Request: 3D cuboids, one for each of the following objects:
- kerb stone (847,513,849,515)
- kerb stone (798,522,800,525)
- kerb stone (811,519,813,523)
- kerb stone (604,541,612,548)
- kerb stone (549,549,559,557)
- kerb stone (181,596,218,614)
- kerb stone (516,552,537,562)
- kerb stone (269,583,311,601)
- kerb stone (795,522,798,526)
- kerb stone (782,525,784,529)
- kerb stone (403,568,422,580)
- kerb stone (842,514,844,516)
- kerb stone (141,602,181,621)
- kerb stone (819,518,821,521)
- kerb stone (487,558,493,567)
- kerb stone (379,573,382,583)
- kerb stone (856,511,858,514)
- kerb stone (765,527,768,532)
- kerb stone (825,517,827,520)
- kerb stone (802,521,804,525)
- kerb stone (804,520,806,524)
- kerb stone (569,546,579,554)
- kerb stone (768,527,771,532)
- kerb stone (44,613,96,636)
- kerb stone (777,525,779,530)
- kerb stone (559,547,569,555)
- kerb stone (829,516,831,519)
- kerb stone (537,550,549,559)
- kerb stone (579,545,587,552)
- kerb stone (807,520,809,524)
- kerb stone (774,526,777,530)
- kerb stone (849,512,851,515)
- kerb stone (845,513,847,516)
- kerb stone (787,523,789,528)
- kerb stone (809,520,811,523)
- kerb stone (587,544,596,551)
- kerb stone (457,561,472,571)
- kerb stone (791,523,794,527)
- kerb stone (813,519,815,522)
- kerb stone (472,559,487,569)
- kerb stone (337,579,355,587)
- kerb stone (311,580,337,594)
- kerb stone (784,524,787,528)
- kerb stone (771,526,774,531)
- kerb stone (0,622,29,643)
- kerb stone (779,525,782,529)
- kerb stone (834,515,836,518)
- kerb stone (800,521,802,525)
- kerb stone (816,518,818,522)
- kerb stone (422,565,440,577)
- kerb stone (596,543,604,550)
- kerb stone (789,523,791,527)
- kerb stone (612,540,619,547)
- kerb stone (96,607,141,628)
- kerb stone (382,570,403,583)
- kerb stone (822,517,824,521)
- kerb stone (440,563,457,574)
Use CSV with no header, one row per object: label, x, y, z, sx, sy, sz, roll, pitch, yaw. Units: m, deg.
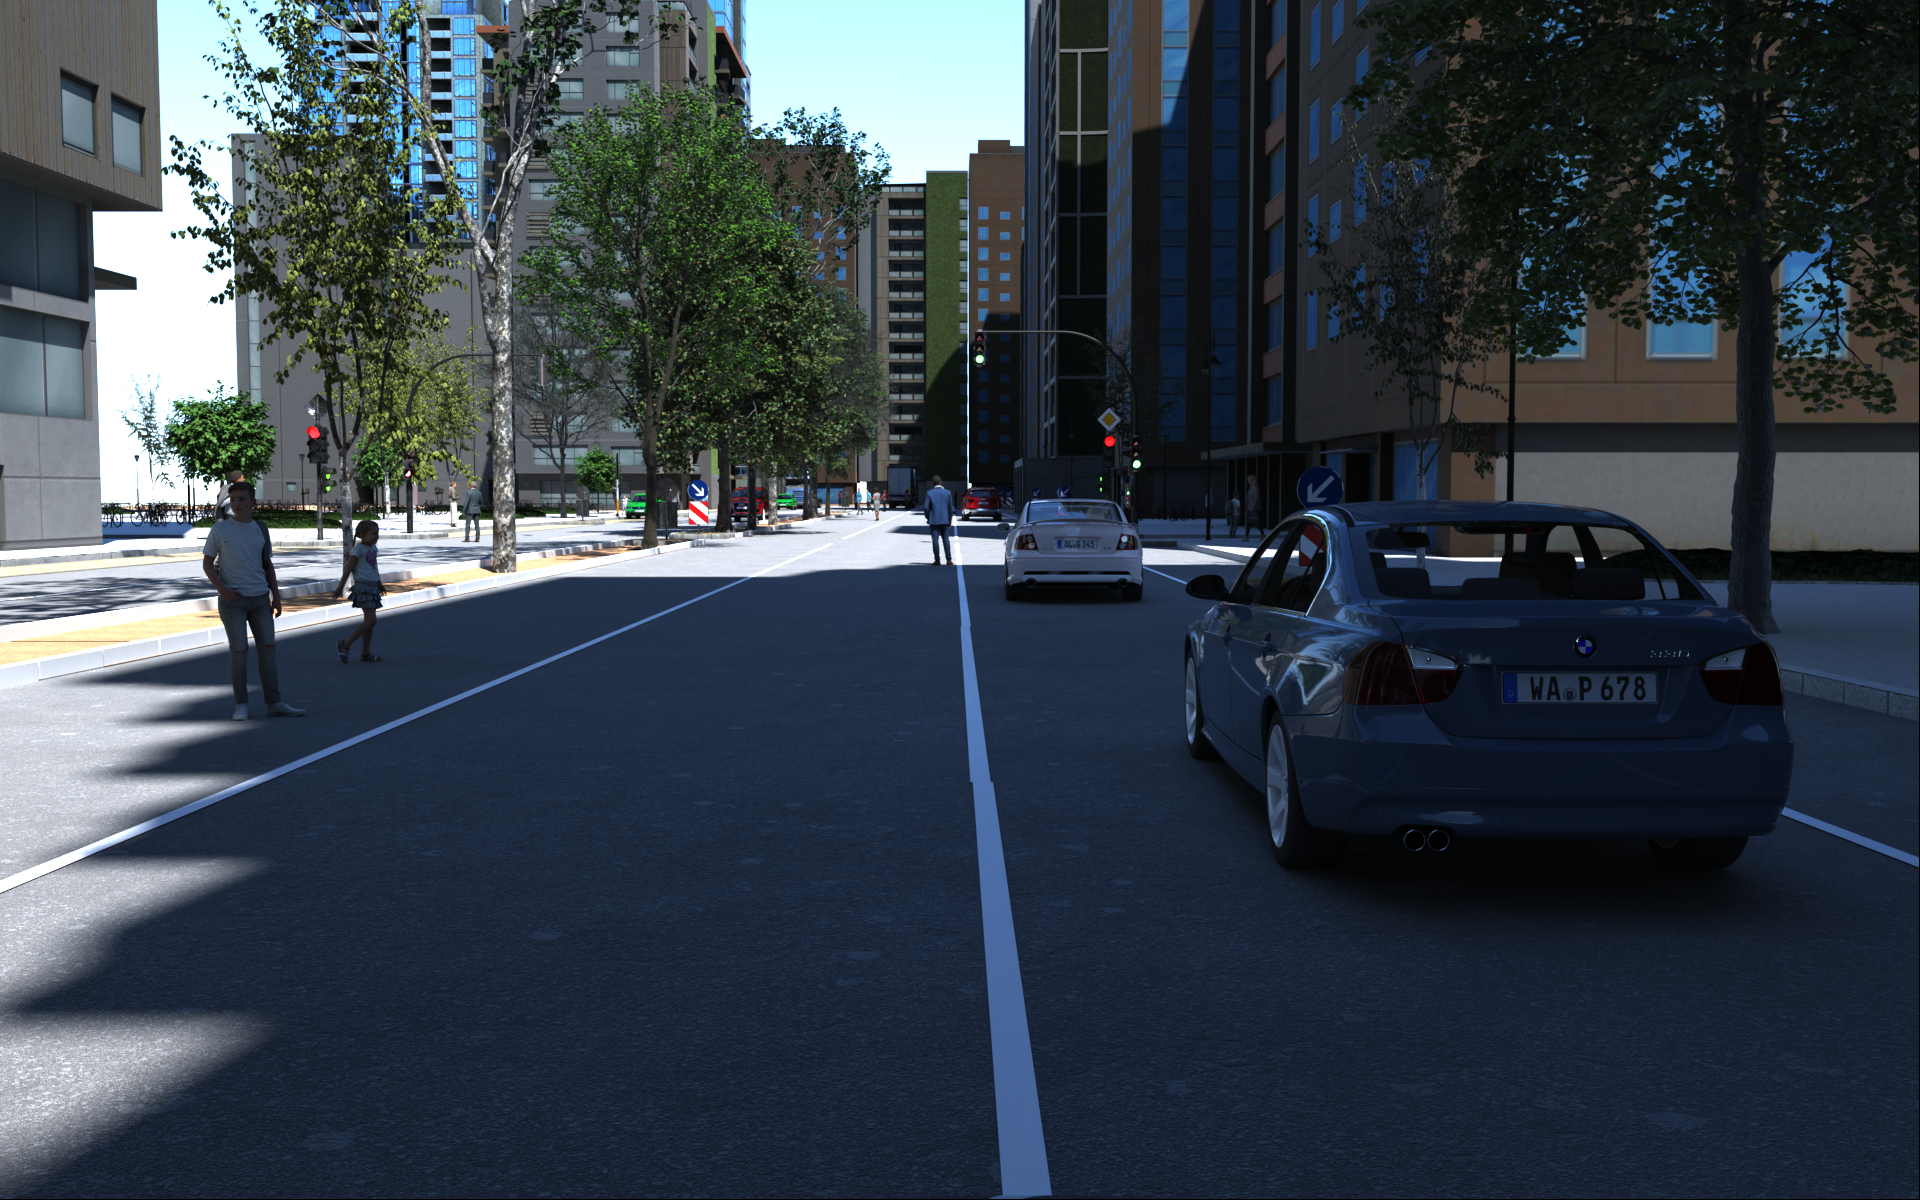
kerb stone,-7.606,-5.660,114.846,0.120,0.150,1.000,0,4,0
kerb stone,-7.426,-3.408,77.913,0.120,0.150,1.000,0,4,0
kerb stone,-7.462,-3.847,85.095,0.120,0.150,1.000,0,4,0
kerb stone,-9.375,-1.425,45.491,0.120,0.150,1.000,0,4,0
kerb stone,-9.350,-1.045,39.360,0.120,0.150,1.000,0,4,0
kerb stone,-9.260,0.081,20.923,0.120,0.150,1.000,0,4,0
kerb stone,-9.339,-0.925,37.313,0.120,0.150,1.000,0,4,0
kerb stone,-9.273,-0.107,23.989,0.120,0.150,1.000,0,4,0
kerb stone,-7.418,-3.344,76.887,0.120,0.150,1.000,0,4,0
kerb stone,-7.395,-2.961,70.735,0.120,0.150,1.000,0,4,0
kerb stone,-9.296,-0.423,29.117,0.120,0.150,1.000,0,4,0
kerb stone,-7.575,-5.354,109.726,0.120,0.150,1.000,0,4,0
kerb stone,-9.261,0.142,19.900,0.120,0.150,1.000,0,4,0
kerb stone,-7.486,-4.160,90.217,0.120,0.150,1.000,0,4,0
kerb stone,-9.317,-0.736,34.235,0.120,0.150,1.000,0,4,0
kerb stone,-9.293,-0.298,27.065,0.120,0.150,1.000,0,4,0
kerb stone,-7.646,-6.295,125.118,0.120,0.150,1.000,0,4,0
kerb stone,-7.368,-2.586,64.555,0.120,0.150,1.000,0,4,0
kerb stone,-7.494,-4.411,94.331,0.120,0.150,1.000,0,4,0
kerb stone,-7.443,-3.533,79.965,0.120,0.150,1.000,0,4,0
kerb stone,-7.442,-3.596,80.993,0.120,0.150,1.000,0,4,0
kerb stone,-9.348,-1.175,41.403,0.120,0.150,1.000,0,4,0
kerb stone,-7.367,-2.650,65.577,0.120,0.150,1.000,0,4,0
kerb stone,-9.248,0.265,17.857,0.120,0.150,1.000,0,4,0
kerb stone,-7.385,-2.841,68.667,0.120,0.150,1.000,0,4,0
kerb stone,-9.351,-1.112,40.381,0.120,0.150,1.000,0,4,0
kerb stone,-7.519,-4.601,97.416,0.120,0.150,1.000,0,4,0
kerb stone,-9.339,-0.987,38.334,0.120,0.150,1.000,0,4,0
kerb stone,-9.364,-1.235,42.425,0.120,0.150,1.000,0,4,0
kerb stone,-7.447,-3.717,83.038,0.120,0.150,1.000,0,4,0
kerb stone,-7.374,-2.779,67.638,0.120,0.150,1.000,0,4,0
kerb stone,-7.609,-5.787,116.902,0.120,0.150,1.000,0,4,0
kerb stone,-7.598,-5.537,112.801,0.120,0.150,1.000,0,4,0
kerb stone,-7.408,-3.088,72.786,0.120,0.150,1.000,0,4,0
kerb stone,-7.453,-3.784,84.069,0.120,0.150,1.000,0,4,0
kerb stone,-9.363,-1.296,43.447,0.120,0.150,1.000,0,4,0
kerb stone,-9.318,-0.611,32.187,0.120,0.150,1.000,0,4,0
kerb stone,-7.409,-3.217,74.833,0.120,0.150,1.000,0,4,0
kerb stone,-7.453,-3.909,86.123,0.120,0.150,1.000,0,4,0
kerb stone,-9.321,-0.673,33.211,0.120,0.150,1.000,0,4,0
kerb stone,-9.290,-0.235,26.043,0.120,0.150,1.000,0,4,0
kerb stone,-9.281,-0.173,25.016,0.120,0.150,1.000,0,4,0
kerb stone,-7.395,-3.031,71.758,0.120,0.150,1.000,0,4,0
kerb stone,-7.377,-2.709,66.611,0.120,0.150,1.000,0,4,0
kerb stone,-9.247,0.329,16.818,0.120,0.150,1.000,0,4,0
kerb stone,-7.388,-2.906,69.710,0.120,0.150,1.000,0,4,0
kerb stone,-7.532,-4.851,101.523,0.120,0.150,1.000,0,4,0
kerb stone,-7.430,-3.469,78.936,0.120,0.150,1.000,0,4,0
kerb stone,-7.475,-4.035,88.169,0.120,0.150,1.000,0,4,0
kerb stone,-9.301,-0.484,30.144,0.120,0.150,1.000,0,4,0
kerb stone,-9.374,-1.361,44.469,0.120,0.150,1.000,0,4,0
kerb stone,-7.405,-3.151,73.808,0.120,0.150,1.000,0,4,0
kerb stone,-9.378,-1.487,46.513,0.120,0.150,1.000,0,4,0
kerb stone,-9.251,0.204,18.879,0.120,0.150,1.000,0,4,0
kerb stone,-9.299,-0.361,28.095,0.120,0.150,1.000,0,4,0
kerb stone,-7.492,-4.284,92.275,0.120,0.150,1.000,0,4,0
kerb stone,-9.307,-0.549,31.165,0.120,0.150,1.000,0,4,0
